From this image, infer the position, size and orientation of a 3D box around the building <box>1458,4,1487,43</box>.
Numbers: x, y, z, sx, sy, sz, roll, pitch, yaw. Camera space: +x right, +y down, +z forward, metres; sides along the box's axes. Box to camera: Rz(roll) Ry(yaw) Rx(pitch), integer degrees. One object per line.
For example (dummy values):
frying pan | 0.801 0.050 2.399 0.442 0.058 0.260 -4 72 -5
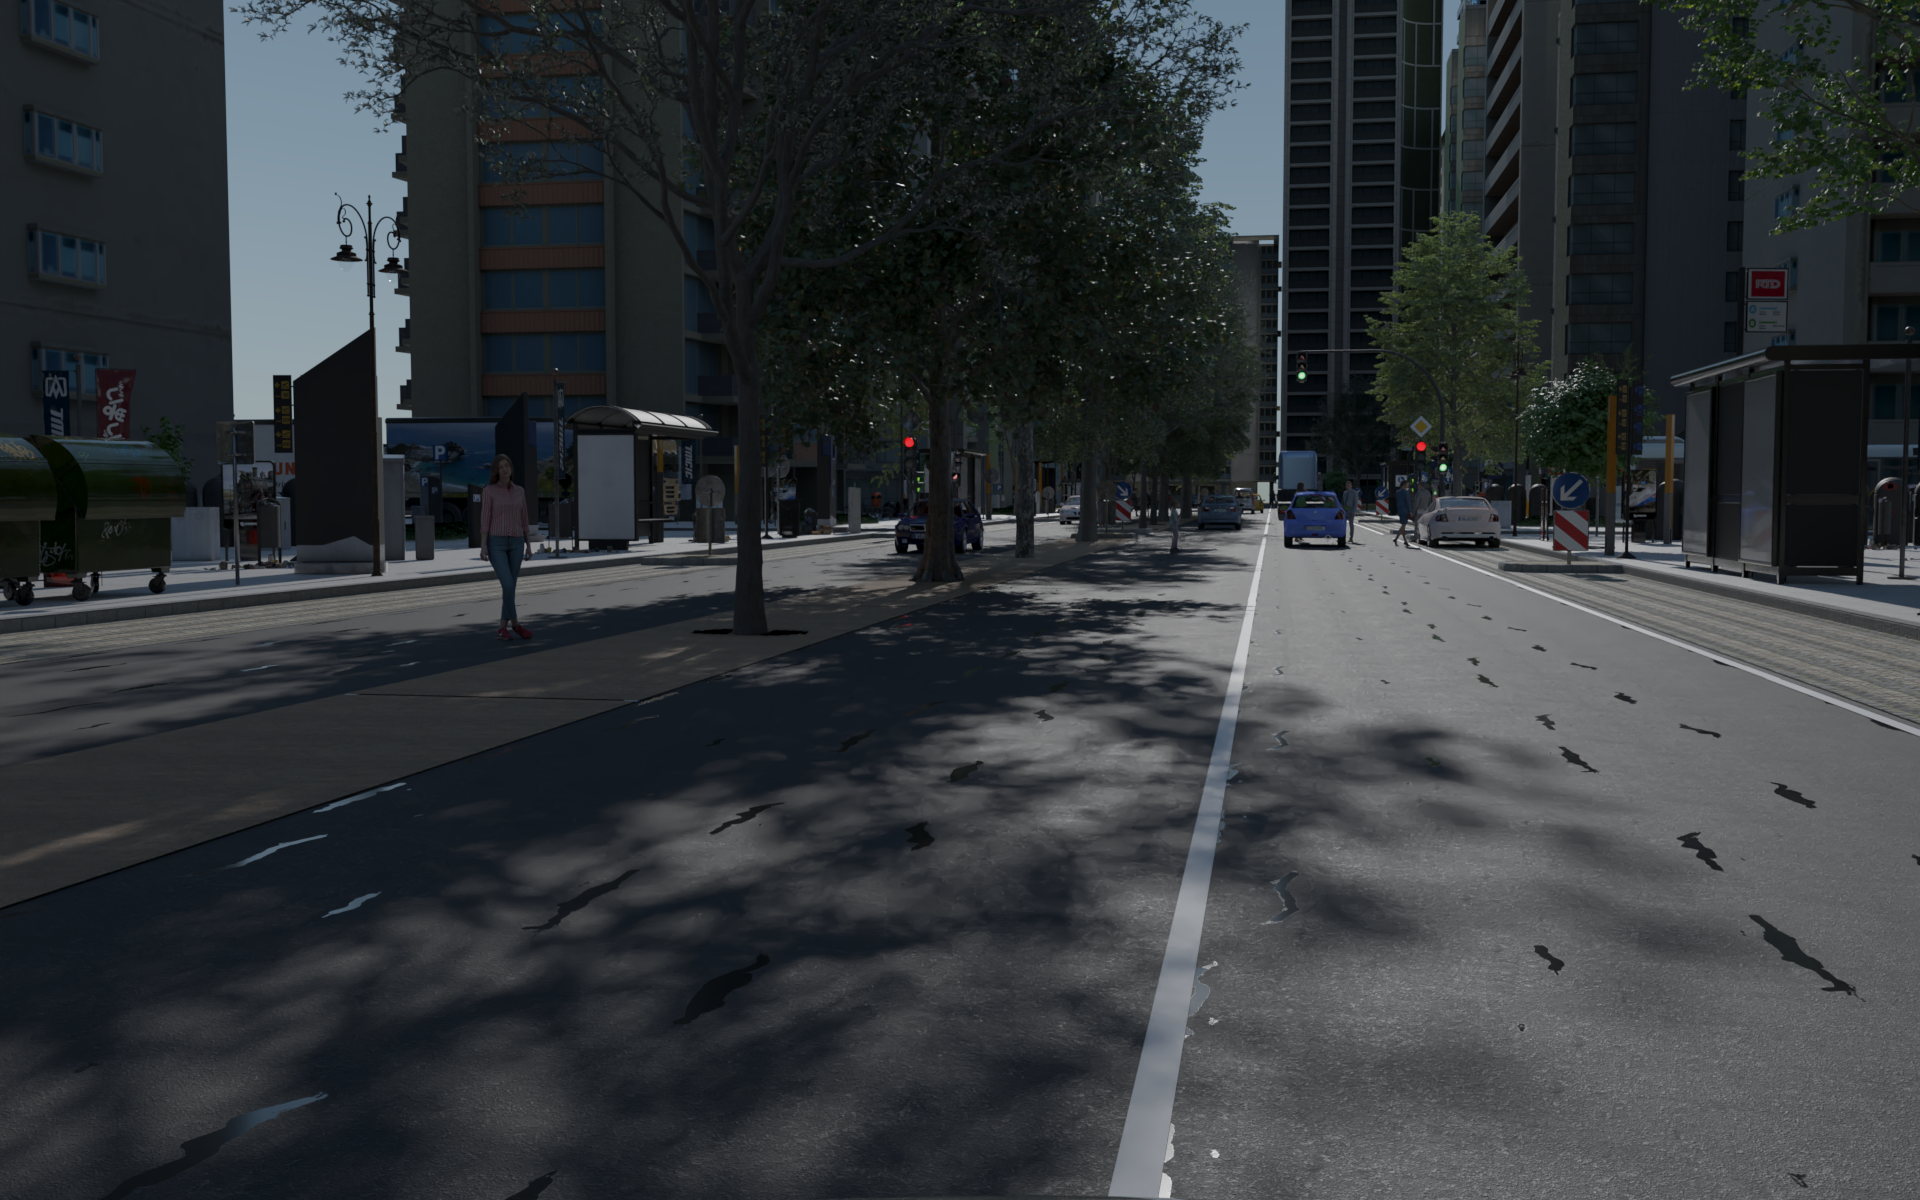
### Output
building | 49.316 -28.396 147.865 14.154 41.232 14.086 1 4 10

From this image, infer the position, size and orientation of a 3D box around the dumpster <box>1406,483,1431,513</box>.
dumpster | 23.209 -5.007 87.628 1.264 1.857 1.865 1 4 10

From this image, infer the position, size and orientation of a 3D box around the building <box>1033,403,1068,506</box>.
building | -1.079 -37.073 195.375 27.495 52.752 28.713 1 4 10

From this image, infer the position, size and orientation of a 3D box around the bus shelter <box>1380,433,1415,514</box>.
bus shelter | 28.357 -8.220 112.028 2.179 5.291 8.768 1 4 10

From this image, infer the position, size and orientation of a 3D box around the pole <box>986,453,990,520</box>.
pole | 1.405 -5.658 86.357 0.158 3.312 0.155 0 3 0

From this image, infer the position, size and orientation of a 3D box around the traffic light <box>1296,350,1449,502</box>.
traffic light | 12.972 -4.878 54.425 4.771 5.953 1.251 1 4 10

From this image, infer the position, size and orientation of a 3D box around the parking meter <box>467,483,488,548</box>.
parking meter | -11.536 -2.010 41.274 0.372 1.533 0.369 0 3 0

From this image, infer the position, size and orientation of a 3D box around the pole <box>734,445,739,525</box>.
pole | -9.363 -4.827 72.758 0.158 3.312 0.155 0 3 0

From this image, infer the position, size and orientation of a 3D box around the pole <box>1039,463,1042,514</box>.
pole | 5.186 -7.235 112.135 0.158 3.312 0.155 0 3 0

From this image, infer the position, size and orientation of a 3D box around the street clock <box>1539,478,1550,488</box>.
street clock | 26.573 -4.541 78.819 0.358 2.002 0.471 -2 4 -24

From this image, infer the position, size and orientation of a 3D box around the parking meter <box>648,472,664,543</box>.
parking meter | -8.058 -2.454 45.828 0.399 1.863 0.255 3 4 36

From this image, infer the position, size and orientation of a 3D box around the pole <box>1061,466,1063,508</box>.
pole | 7.328 -7.993 124.525 0.158 3.312 0.155 0 3 0

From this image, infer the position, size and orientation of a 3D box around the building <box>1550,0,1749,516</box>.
building | 39.386 -19.721 94.140 14.160 30.474 14.107 1 4 10

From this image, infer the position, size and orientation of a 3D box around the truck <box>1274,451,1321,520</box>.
truck | 20.130 -6.920 102.895 2.967 4.110 18.799 1 4 10

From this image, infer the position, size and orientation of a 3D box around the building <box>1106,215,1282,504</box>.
building | 33.149 -33.814 244.733 23.993 40.220 32.217 1 4 10

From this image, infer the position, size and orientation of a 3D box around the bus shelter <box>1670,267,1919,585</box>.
bus shelter | 13.167 -3.110 28.487 2.179 5.291 8.768 1 4 10

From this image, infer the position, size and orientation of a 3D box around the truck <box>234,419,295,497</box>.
truck | -29.314 -4.755 66.655 11.283 4.237 2.839 1 4 11

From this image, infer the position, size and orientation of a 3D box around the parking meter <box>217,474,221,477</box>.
parking meter | -21.704 -2.768 50.974 0.255 1.863 0.399 -1 4 -8

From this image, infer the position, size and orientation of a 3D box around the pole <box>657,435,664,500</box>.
pole | -10.179 -3.974 58.817 0.158 3.312 0.155 0 3 0

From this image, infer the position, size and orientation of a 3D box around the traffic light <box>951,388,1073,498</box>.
traffic light | 1.898 -5.507 64.699 4.771 5.953 1.251 1 4 10

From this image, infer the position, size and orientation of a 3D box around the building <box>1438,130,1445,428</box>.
building | 78.896 -39.418 233.718 27.495 52.752 28.713 1 4 10

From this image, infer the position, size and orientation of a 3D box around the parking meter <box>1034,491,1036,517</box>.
parking meter | 4.186 -5.549 99.143 0.372 1.533 0.369 0 3 0

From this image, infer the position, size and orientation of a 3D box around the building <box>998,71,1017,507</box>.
building | -5.466 -51.598 156.291 22.319 86.520 31.000 1 4 10

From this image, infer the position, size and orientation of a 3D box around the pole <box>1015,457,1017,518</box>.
pole | 3.005 -5.955 91.210 0.158 3.312 0.155 0 3 0

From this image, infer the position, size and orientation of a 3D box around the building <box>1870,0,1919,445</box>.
building | 46.222 -27.557 74.262 21.600 48.544 21.300 1 4 10

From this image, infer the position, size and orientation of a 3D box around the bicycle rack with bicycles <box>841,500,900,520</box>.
bicycle rack with bicycles | -4.522 -4.494 86.866 2.925 0.926 2.852 0 4 1

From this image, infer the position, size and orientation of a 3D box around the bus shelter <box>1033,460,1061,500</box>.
bus shelter | 5.754 -7.861 119.813 1.731 3.624 6.357 1 4 10

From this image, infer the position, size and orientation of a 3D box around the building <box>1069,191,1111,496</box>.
building | 9.585 -37.833 242.276 21.600 48.544 21.300 1 4 10

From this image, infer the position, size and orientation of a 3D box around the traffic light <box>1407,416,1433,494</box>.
traffic light | 16.469 -4.473 62.052 0.839 4.253 0.868 1 4 10

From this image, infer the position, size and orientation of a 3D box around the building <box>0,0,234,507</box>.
building | -34.565 -25.672 43.441 21.600 48.544 21.300 1 4 10

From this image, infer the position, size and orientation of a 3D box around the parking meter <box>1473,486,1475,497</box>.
parking meter | 33.439 -6.520 112.320 0.255 1.863 0.399 -2 4 -32

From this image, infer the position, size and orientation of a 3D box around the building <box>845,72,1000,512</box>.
building | -5.092 -27.025 125.449 14.154 41.232 14.086 1 4 10

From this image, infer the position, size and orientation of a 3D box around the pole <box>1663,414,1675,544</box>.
pole | 18.184 -3.093 44.409 0.158 3.312 0.155 0 3 0

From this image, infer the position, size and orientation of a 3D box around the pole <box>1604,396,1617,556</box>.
pole | 13.544 -2.579 36.014 0.158 3.312 0.155 0 3 0

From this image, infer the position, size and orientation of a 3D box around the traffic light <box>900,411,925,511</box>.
traffic light | -1.598 -4.175 57.179 0.839 4.253 0.868 1 4 10

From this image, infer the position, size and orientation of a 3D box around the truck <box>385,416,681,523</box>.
truck | -15.339 -4.575 63.722 11.283 4.237 2.839 1 4 11

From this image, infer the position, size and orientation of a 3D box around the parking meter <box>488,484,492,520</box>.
parking meter | -11.654 -2.129 43.219 0.372 1.533 0.369 0 3 0

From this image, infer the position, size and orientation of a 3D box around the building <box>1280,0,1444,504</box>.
building | 53.951 -48.639 233.507 20.611 71.187 20.563 1 4 10

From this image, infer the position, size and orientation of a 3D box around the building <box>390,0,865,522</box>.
building | -17.637 -26.830 93.296 22.147 44.769 28.867 1 4 10

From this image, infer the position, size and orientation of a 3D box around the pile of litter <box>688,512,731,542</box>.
pile of litter | -6.748 -1.994 46.568 1.176 0.858 1.719 0 4 -4

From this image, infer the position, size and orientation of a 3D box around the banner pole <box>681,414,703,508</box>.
banner pole | -8.363 -3.940 54.435 0.863 3.779 0.401 -1 4 -18

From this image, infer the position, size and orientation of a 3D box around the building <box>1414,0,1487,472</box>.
building | 61.098 -53.177 182.118 22.319 86.520 31.000 1 4 10

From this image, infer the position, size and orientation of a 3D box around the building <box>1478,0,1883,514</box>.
building | 48.845 -30.414 120.977 21.300 48.544 21.600 1 4 10

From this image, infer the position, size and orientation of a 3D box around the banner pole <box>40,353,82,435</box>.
banner pole | -15.908 -2.499 30.874 0.863 3.779 0.401 0 4 -3

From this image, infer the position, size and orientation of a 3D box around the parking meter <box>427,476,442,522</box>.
parking meter | -16.738 -3.026 55.187 0.399 1.863 0.255 -2 4 -26

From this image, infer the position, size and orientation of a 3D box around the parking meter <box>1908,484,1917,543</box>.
parking meter | 24.996 -2.279 45.669 0.372 1.533 0.369 0 3 0

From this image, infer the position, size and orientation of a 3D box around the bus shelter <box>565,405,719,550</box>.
bus shelter | -7.662 -2.937 41.944 2.014 3.302 5.546 1 4 10

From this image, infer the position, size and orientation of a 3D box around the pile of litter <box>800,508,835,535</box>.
pile of litter | -4.479 -2.495 54.761 1.176 0.858 1.719 2 4 35

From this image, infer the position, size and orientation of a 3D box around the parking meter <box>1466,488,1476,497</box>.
parking meter | 23.304 -4.326 79.135 0.372 1.533 0.369 0 3 0

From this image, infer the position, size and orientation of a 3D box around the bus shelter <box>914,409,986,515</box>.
bus shelter | -0.573 -6.304 80.705 2.179 5.291 8.768 1 4 10

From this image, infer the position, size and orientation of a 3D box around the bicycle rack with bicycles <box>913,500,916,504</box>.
bicycle rack with bicycles | -2.813 -5.288 99.849 2.852 0.926 2.925 -2 4 -26

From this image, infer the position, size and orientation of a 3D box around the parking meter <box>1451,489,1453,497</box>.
parking meter | 24.588 -4.748 86.033 0.372 1.533 0.369 0 3 0
